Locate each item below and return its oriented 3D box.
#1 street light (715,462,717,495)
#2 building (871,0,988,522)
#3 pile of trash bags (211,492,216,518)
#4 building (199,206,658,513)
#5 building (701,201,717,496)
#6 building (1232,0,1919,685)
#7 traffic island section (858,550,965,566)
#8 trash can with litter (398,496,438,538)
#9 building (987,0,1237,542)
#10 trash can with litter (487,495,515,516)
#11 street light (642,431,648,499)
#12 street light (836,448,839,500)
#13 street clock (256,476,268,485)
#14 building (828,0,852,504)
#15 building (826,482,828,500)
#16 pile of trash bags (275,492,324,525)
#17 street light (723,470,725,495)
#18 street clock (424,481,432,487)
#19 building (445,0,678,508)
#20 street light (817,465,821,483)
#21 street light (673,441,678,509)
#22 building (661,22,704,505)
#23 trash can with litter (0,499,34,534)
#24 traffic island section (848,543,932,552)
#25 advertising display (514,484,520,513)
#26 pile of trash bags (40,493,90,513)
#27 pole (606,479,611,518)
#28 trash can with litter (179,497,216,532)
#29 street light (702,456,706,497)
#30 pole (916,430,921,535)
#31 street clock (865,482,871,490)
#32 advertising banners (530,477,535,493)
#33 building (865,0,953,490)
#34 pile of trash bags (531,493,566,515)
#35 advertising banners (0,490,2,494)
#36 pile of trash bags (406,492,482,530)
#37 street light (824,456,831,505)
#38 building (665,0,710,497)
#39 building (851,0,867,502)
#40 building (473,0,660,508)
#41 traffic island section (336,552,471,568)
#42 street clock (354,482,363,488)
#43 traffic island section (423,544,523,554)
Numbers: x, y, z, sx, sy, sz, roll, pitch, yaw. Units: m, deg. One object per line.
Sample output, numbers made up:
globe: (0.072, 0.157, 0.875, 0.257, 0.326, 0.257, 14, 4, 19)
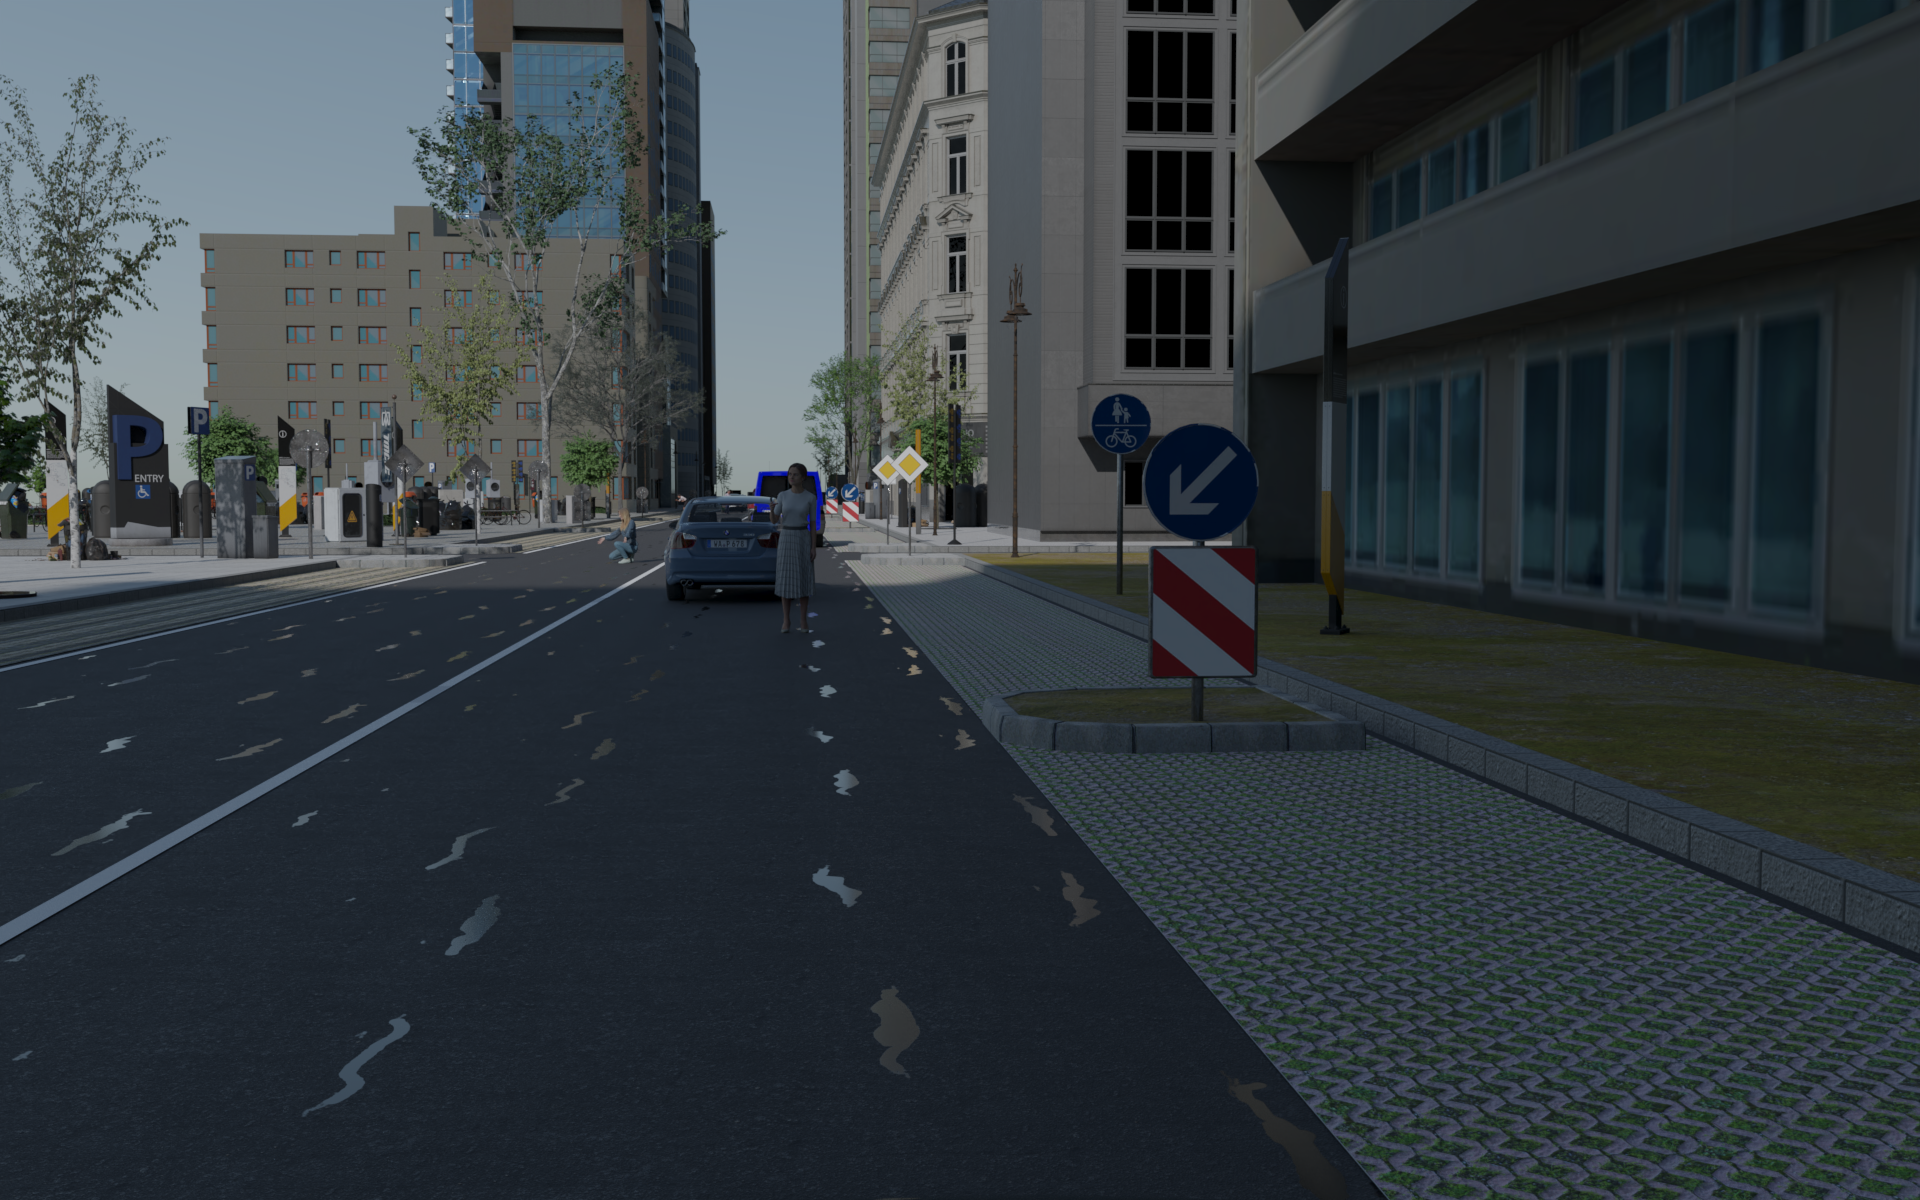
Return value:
street light: (-33.021, -16.018, 234.686, 0.468, 5.910, 1.993, 0, 4, -6)
building: (4.546, -19.652, 97.728, 17.030, 29.872, 44.131, 0, 4, -6)
pile of trash bags: (-39.310, -5.188, 94.576, 3.447, 1.369, 1.912, -3, 4, -36)
building: (-37.947, -17.470, 130.672, 27.650, 21.520, 28.899, 0, 4, -6)
building: (-43.376, -37.065, 256.128, 14.600, 45.320, 14.200, 0, 4, -6)
building: (15.665, -23.925, 14.878, 21.300, 48.544, 21.600, 0, 4, -6)
traffic island section: (-1.021, -0.837, 35.971, 2.009, 0.180, 2.903, 0, 4, -6)
trash can with litter: (-16.185, -2.453, 51.488, 1.055, 1.170, 0.624, 2, 4, 29)
building: (13.442, -15.810, 52.000, 24.014, 27.812, 14.314, 0, 4, -6)
trash can with litter: (-25.360, -5.158, 95.390, 2.233, 1.210, 1.678, 0, 4, -1)
street light: (-21.624, -8.943, 119.007, 0.468, 5.910, 1.993, 0, 4, -6)
street light: (-11.506, -11.561, 161.812, 0.468, 5.910, 1.993, 0, 4, -6)
street clock: (-27.507, -3.893, 68.215, 0.471, 2.002, 0.358, -2, 4, -25)
building: (-6.299, -47.701, 218.156, 20.563, 71.187, 20.611, 0, 4, -6)
building: (-4.380, -35.144, 266.487, 32.217, 40.220, 23.993, 0, 4, -6)
pile of trash bags: (-27.805, -3.893, 73.398, 3.447, 1.369, 1.912, 3, 5, 41)
street light: (-36.414, -18.021, 267.436, 0.468, 5.910, 1.993, 0, 4, -6)
street clock: (-30.351, -5.774, 98.975, 0.471, 2.002, 0.358, 0, 4, -6)
building: (-39.624, -52.651, 173.521, 22.319, 86.520, 31.000, 0, 4, -6)
street light: (-19.687, -16.623, 244.574, 0.468, 5.910, 1.993, 0, 4, -6)
street light: (-24.848, -10.926, 151.420, 0.468, 5.910, 1.993, 0, 4, -6)
building: (-43.123, -41.069, 213.475, 21.231, 58.520, 28.212, 0, 4, -6)
trash can with litter: (-29.891, -2.653, 54.766, 0.624, 1.170, 1.055, 1, 4, 12)
traffic island section: (-1.809, -1.323, 43.918, 2.009, 0.180, 2.903, 0, 4, -6)
advertising display: (-28.255, -6.434, 110.410, 0.123, 1.923, 0.974, 0, 4, 0)
pile of trash bags: (-51.586, -5.491, 99.536, 3.447, 1.369, 1.912, 2, 4, 24)
pole: (-18.741, -6.020, 92.278, 0.158, 3.312, 0.155, 0, 3, 0)
trash can with litter: (-26.149, -2.886, 58.245, 2.233, 1.210, 1.678, 1, 4, 17)
street light: (-29.860, -14.035, 202.267, 0.468, 5.910, 1.993, 0, 4, -6)
pole: (-1.316, -3.735, 54.907, 0.158, 3.312, 0.155, 0, 3, 0)
street clock: (-5.356, -5.903, 101.090, 0.358, 2.002, 0.471, -2, 4, -24)
advertising banners: (-28.169, -7.333, 116.076, 0.090, 3.025, 2.074, 2, 4, 27)
building: (-0.542, -27.814, 138.359, 14.154, 41.232, 14.086, 0, 4, -6)
pile of trash bags: (-24.075, -5.769, 104.079, 3.447, 1.369, 1.912, -2, 4, -33)
advertising banners: (-41.933, -4.860, 75.648, 0.090, 3.025, 2.074, -2, 4, -25)
pile of trash bags: (-18.681, -3.171, 61.601, 1.912, 1.369, 3.447, 1, 4, 19)
street light: (-14.701, -13.544, 194.228, 0.468, 5.910, 1.993, 0, 4, -6)
building: (-45.128, -48.880, 237.435, 20.563, 71.187, 20.611, 0, 4, -6)
building: (0.501, -37.755, 159.292, 21.231, 58.520, 28.212, 0, 4, -6)
building: (-33.858, -30.737, 152.658, 14.600, 45.320, 14.200, 0, 4, -6)
traffic island section: (-11.213, -0.776, 34.970, 2.009, 0.180, 2.903, 0, 4, -6)
street clock: (-36.424, -6.139, 104.945, 0.471, 2.002, 0.358, -3, 4, -38)
traffic island section: (-12.001, -1.262, 42.916, 2.009, 0.180, 2.903, 0, 4, -6)
